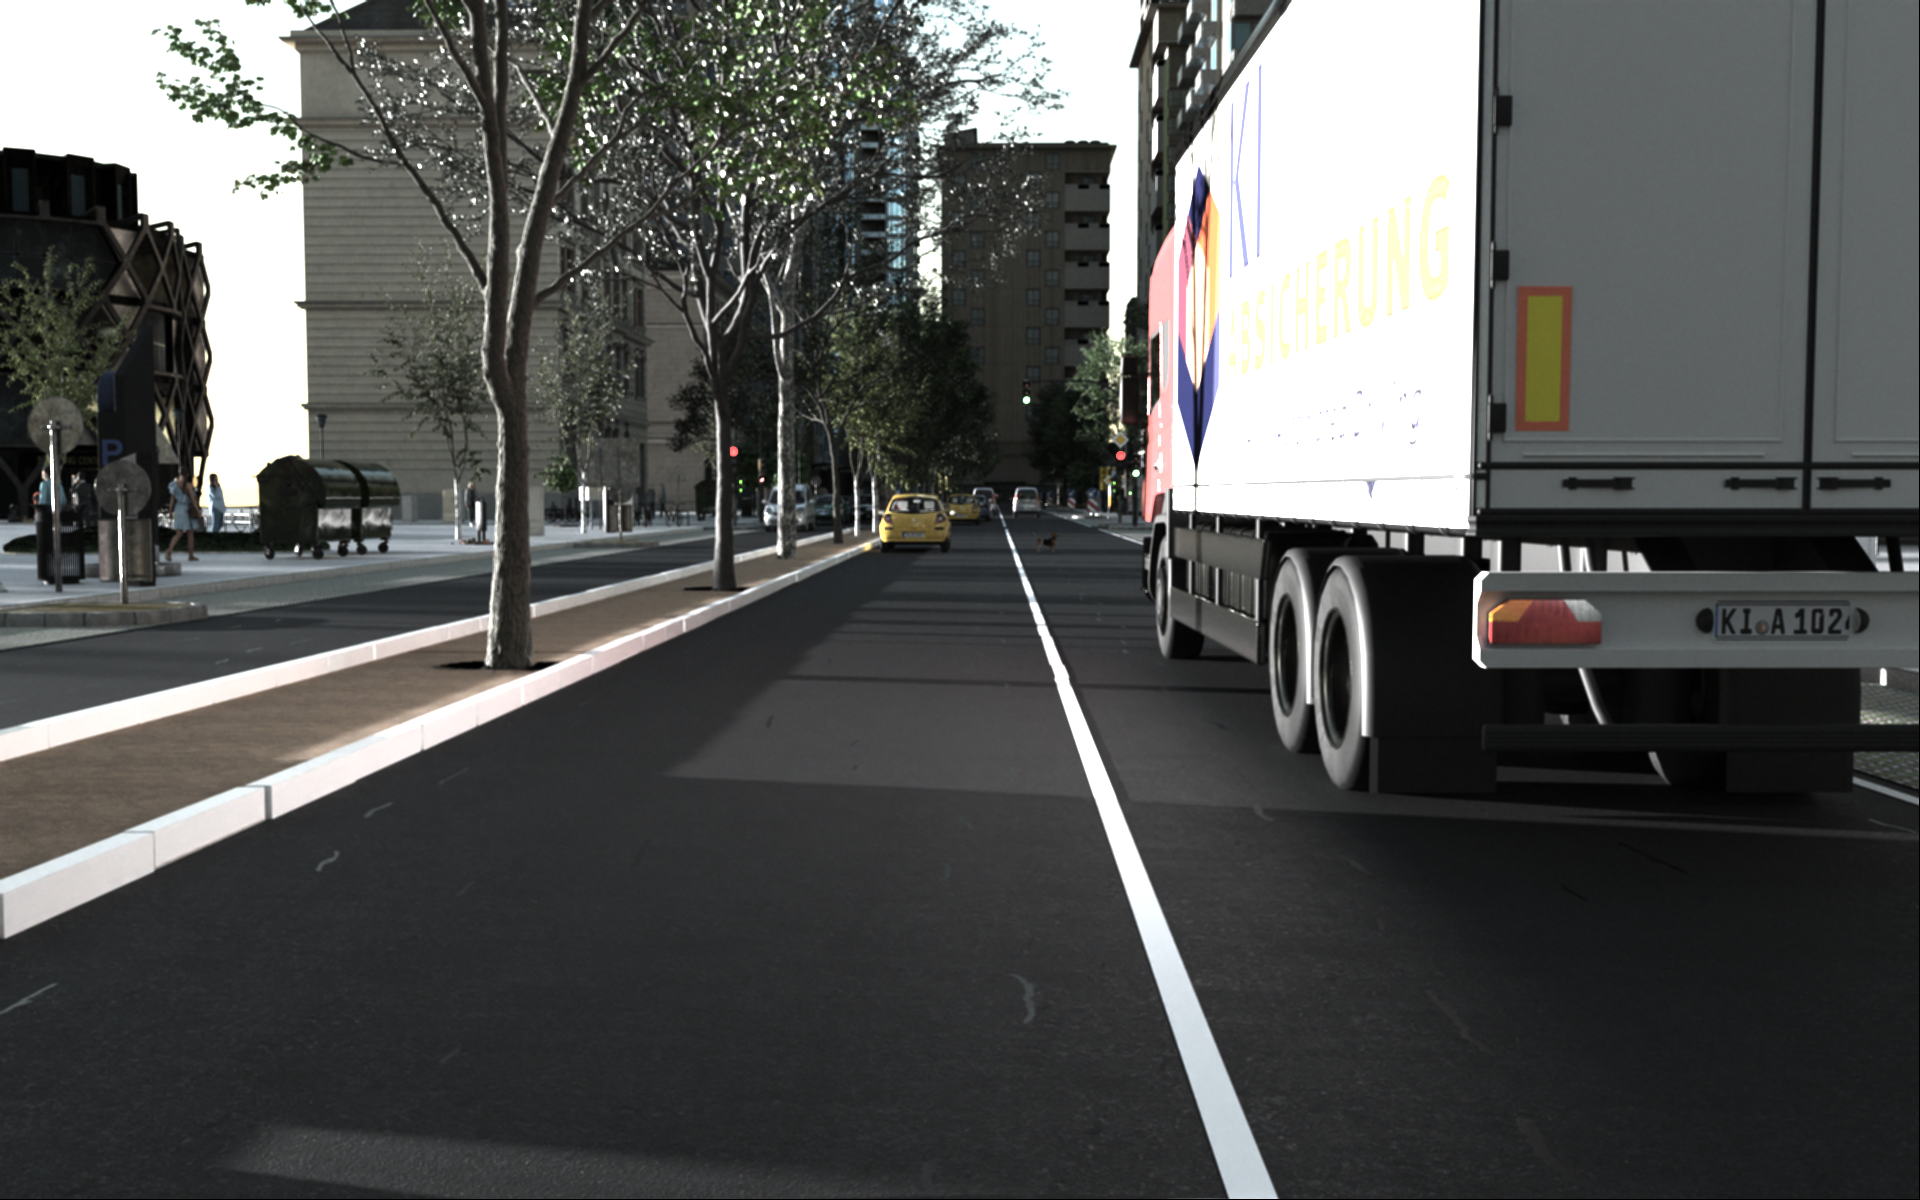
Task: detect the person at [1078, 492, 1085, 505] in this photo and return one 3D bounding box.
[{"bbox_3d":[14.504,-12.420,209.075,1.348,1.831,0.705,-1,4,-20],"label":"person"}]

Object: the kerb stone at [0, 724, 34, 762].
[{"bbox_3d":[-5.165,0.796,9.181,0.120,0.150,1.000,0,4,1],"label":"kerb stone"}]

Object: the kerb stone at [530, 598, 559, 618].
[{"bbox_3d":[-4.952,0.107,20.456,0.120,0.150,1.000,0,4,1],"label":"kerb stone"}]

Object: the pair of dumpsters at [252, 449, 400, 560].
[{"bbox_3d":[-13.064,-2.039,35.829,1.574,2.255,4.437,0,4,1],"label":"pair of dumpsters"}]

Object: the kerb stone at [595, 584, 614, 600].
[{"bbox_3d":[-4.899,-0.081,23.526,0.120,0.150,1.000,0,4,1],"label":"kerb stone"}]

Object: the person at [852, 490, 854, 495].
[{"bbox_3d":[-12.739,-12.221,205.992,0.705,1.807,1.348,-3,5,-41],"label":"person"}]

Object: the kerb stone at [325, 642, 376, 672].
[{"bbox_3d":[-5.077,0.484,14.296,0.120,0.150,1.000,0,4,1],"label":"kerb stone"}]

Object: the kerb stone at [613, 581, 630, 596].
[{"bbox_3d":[-4.880,-0.144,24.548,0.120,0.150,1.000,0,4,1],"label":"kerb stone"}]

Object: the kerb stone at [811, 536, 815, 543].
[{"bbox_3d":[-4.389,-1.710,50.158,0.120,0.150,1.000,0,4,1],"label":"kerb stone"}]

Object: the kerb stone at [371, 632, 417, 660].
[{"bbox_3d":[-5.057,0.420,15.325,0.120,0.150,1.000,0,4,1],"label":"kerb stone"}]

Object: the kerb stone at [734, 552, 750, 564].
[{"bbox_3d":[-4.641,-0.896,36.837,0.120,0.150,1.000,0,4,1],"label":"kerb stone"}]

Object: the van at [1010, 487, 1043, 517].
[{"bbox_3d":[4.133,-6.143,107.454,2.013,2.044,4.112,0,4,2],"label":"van"}]

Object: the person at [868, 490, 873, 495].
[{"bbox_3d":[-10.817,-12.394,208.696,0.705,1.823,1.348,3,4,38],"label":"person"}]

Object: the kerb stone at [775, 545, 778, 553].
[{"bbox_3d":[-4.542,-1.208,41.950,0.120,0.150,1.000,0,4,1],"label":"kerb stone"}]

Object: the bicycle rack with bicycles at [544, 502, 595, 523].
[{"bbox_3d":[-17.977,-3.963,78.183,2.925,0.926,2.852,-1,4,-9],"label":"bicycle rack with bicycles"}]

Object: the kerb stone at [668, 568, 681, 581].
[{"bbox_3d":[-4.799,-0.394,28.642,0.120,0.150,1.000,0,4,1],"label":"kerb stone"}]

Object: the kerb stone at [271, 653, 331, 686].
[{"bbox_3d":[-5.091,0.546,13.271,0.120,0.150,1.000,0,4,1],"label":"kerb stone"}]

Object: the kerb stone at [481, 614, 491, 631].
[{"bbox_3d":[-4.995,0.236,18.392,0.120,0.150,1.000,0,4,1],"label":"kerb stone"}]

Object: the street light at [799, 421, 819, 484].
[{"bbox_3d":[-9.711,-8.452,110.735,1.470,5.913,1.316,0,4,1],"label":"street light"}]

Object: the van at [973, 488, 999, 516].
[{"bbox_3d":[1.597,-6.700,116.554,2.013,2.044,4.112,0,4,1],"label":"van"}]

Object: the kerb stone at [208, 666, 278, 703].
[{"bbox_3d":[-5.109,0.608,12.249,0.120,0.150,1.000,0,4,1],"label":"kerb stone"}]

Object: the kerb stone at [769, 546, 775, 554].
[{"bbox_3d":[-4.559,-1.146,40.928,0.120,0.150,1.000,0,4,1],"label":"kerb stone"}]

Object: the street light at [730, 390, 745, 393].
[{"bbox_3d":[-10.310,-6.435,77.745,1.470,5.913,1.316,0,4,1],"label":"street light"}]

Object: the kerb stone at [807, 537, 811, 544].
[{"bbox_3d":[-4.400,-1.647,49.127,0.120,0.150,1.000,0,4,1],"label":"kerb stone"}]

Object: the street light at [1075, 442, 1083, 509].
[{"bbox_3d":[10.066,-10.983,152.118,1.470,5.913,1.316,0,4,1],"label":"street light"}]

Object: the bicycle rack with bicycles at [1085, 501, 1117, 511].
[{"bbox_3d":[11.313,-7.224,131.495,2.852,0.926,2.925,-3,5,-40],"label":"bicycle rack with bicycles"}]

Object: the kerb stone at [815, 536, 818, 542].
[{"bbox_3d":[-4.373,-1.771,51.184,0.120,0.150,1.000,0,4,1],"label":"kerb stone"}]

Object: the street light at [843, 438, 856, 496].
[{"bbox_3d":[-9.116,-10.476,143.829,1.470,5.913,1.316,0,4,1],"label":"street light"}]

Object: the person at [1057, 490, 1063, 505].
[{"bbox_3d":[12.235,-12.395,208.795,1.348,1.812,0.705,1,4,22],"label":"person"}]

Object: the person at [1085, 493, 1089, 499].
[{"bbox_3d":[14.099,-11.170,189.408,0.721,1.736,1.217,3,5,43],"label":"person"}]

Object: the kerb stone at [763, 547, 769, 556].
[{"bbox_3d":[-4.590,-1.083,39.907,0.120,0.150,1.000,0,4,1],"label":"kerb stone"}]

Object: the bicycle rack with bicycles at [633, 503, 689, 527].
[{"bbox_3d":[-11.955,-3.359,68.304,2.852,0.926,2.925,0,4,5],"label":"bicycle rack with bicycles"}]

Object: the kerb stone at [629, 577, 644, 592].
[{"bbox_3d":[-4.860,-0.206,25.569,0.120,0.150,1.000,0,4,1],"label":"kerb stone"}]

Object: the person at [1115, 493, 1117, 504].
[{"bbox_3d":[18.861,-12.454,209.681,1.348,1.821,0.705,-1,4,-22],"label":"person"}]

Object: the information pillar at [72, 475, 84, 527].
[{"bbox_3d":[-34.646,-3.886,68.023,0.304,2.012,0.304,-3,5,-41],"label":"information pillar"}]

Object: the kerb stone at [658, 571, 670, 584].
[{"bbox_3d":[-4.824,-0.323,27.619,0.120,0.150,1.000,0,4,1],"label":"kerb stone"}]

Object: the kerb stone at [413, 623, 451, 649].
[{"bbox_3d":[-5.042,0.358,16.346,0.120,0.150,1.000,0,4,1],"label":"kerb stone"}]

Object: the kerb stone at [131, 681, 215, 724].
[{"bbox_3d":[-5.131,0.671,11.227,0.120,0.150,1.000,0,4,1],"label":"kerb stone"}]

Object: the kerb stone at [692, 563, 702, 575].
[{"bbox_3d":[-4.762,-0.520,30.691,0.120,0.150,1.000,0,4,1],"label":"kerb stone"}]

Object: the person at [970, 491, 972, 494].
[{"bbox_3d":[1.072,-9.434,163.459,1.217,1.735,0.721,2,4,33],"label":"person"}]

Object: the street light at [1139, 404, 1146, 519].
[{"bbox_3d":[8.807,-7.023,87.365,1.470,5.913,1.316,0,4,1],"label":"street light"}]

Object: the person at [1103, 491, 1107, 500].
[{"bbox_3d":[14.697,-10.267,174.622,1.217,1.736,0.721,0,4,2],"label":"person"}]

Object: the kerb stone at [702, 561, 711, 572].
[{"bbox_3d":[-4.743,-0.580,31.719,0.120,0.150,1.000,0,4,1],"label":"kerb stone"}]

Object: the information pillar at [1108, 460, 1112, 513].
[{"bbox_3d":[10.141,-7.691,117.108,0.183,3.616,0.504,-1,4,-9],"label":"information pillar"}]

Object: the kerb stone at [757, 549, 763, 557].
[{"bbox_3d":[-4.602,-1.021,38.883,0.120,0.150,1.000,0,4,1],"label":"kerb stone"}]

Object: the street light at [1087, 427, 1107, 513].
[{"bbox_3d":[9.442,-9.003,119.741,1.470,5.913,1.316,0,4,1],"label":"street light"}]

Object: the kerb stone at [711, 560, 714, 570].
[{"bbox_3d":[-4.720,-0.645,32.741,0.120,0.150,1.000,0,4,1],"label":"kerb stone"}]

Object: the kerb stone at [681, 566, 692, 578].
[{"bbox_3d":[-4.780,-0.456,29.669,0.120,0.150,1.000,0,4,1],"label":"kerb stone"}]

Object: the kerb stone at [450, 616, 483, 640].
[{"bbox_3d":[-5.018,0.298,17.368,0.120,0.150,1.000,0,4,1],"label":"kerb stone"}]

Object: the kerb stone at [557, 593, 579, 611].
[{"bbox_3d":[-4.935,0.044,21.482,0.120,0.150,1.000,0,4,1],"label":"kerb stone"}]

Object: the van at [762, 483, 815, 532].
[{"bbox_3d":[-6.593,-3.678,67.144,2.013,2.044,4.112,0,4,1],"label":"van"}]

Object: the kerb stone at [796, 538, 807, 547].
[{"bbox_3d":[-4.431,-1.581,48.104,0.120,0.150,1.000,0,4,1],"label":"kerb stone"}]

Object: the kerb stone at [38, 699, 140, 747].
[{"bbox_3d":[-5.154,0.734,10.203,0.120,0.150,1.000,0,4,1],"label":"kerb stone"}]

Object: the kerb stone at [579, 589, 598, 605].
[{"bbox_3d":[-4.914,-0.012,22.505,0.120,0.150,1.000,0,4,1],"label":"kerb stone"}]

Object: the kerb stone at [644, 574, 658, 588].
[{"bbox_3d":[-4.840,-0.269,26.591,0.120,0.150,1.000,0,4,1],"label":"kerb stone"}]

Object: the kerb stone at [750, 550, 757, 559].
[{"bbox_3d":[-4.624,-0.957,37.859,0.120,0.150,1.000,0,4,1],"label":"kerb stone"}]
